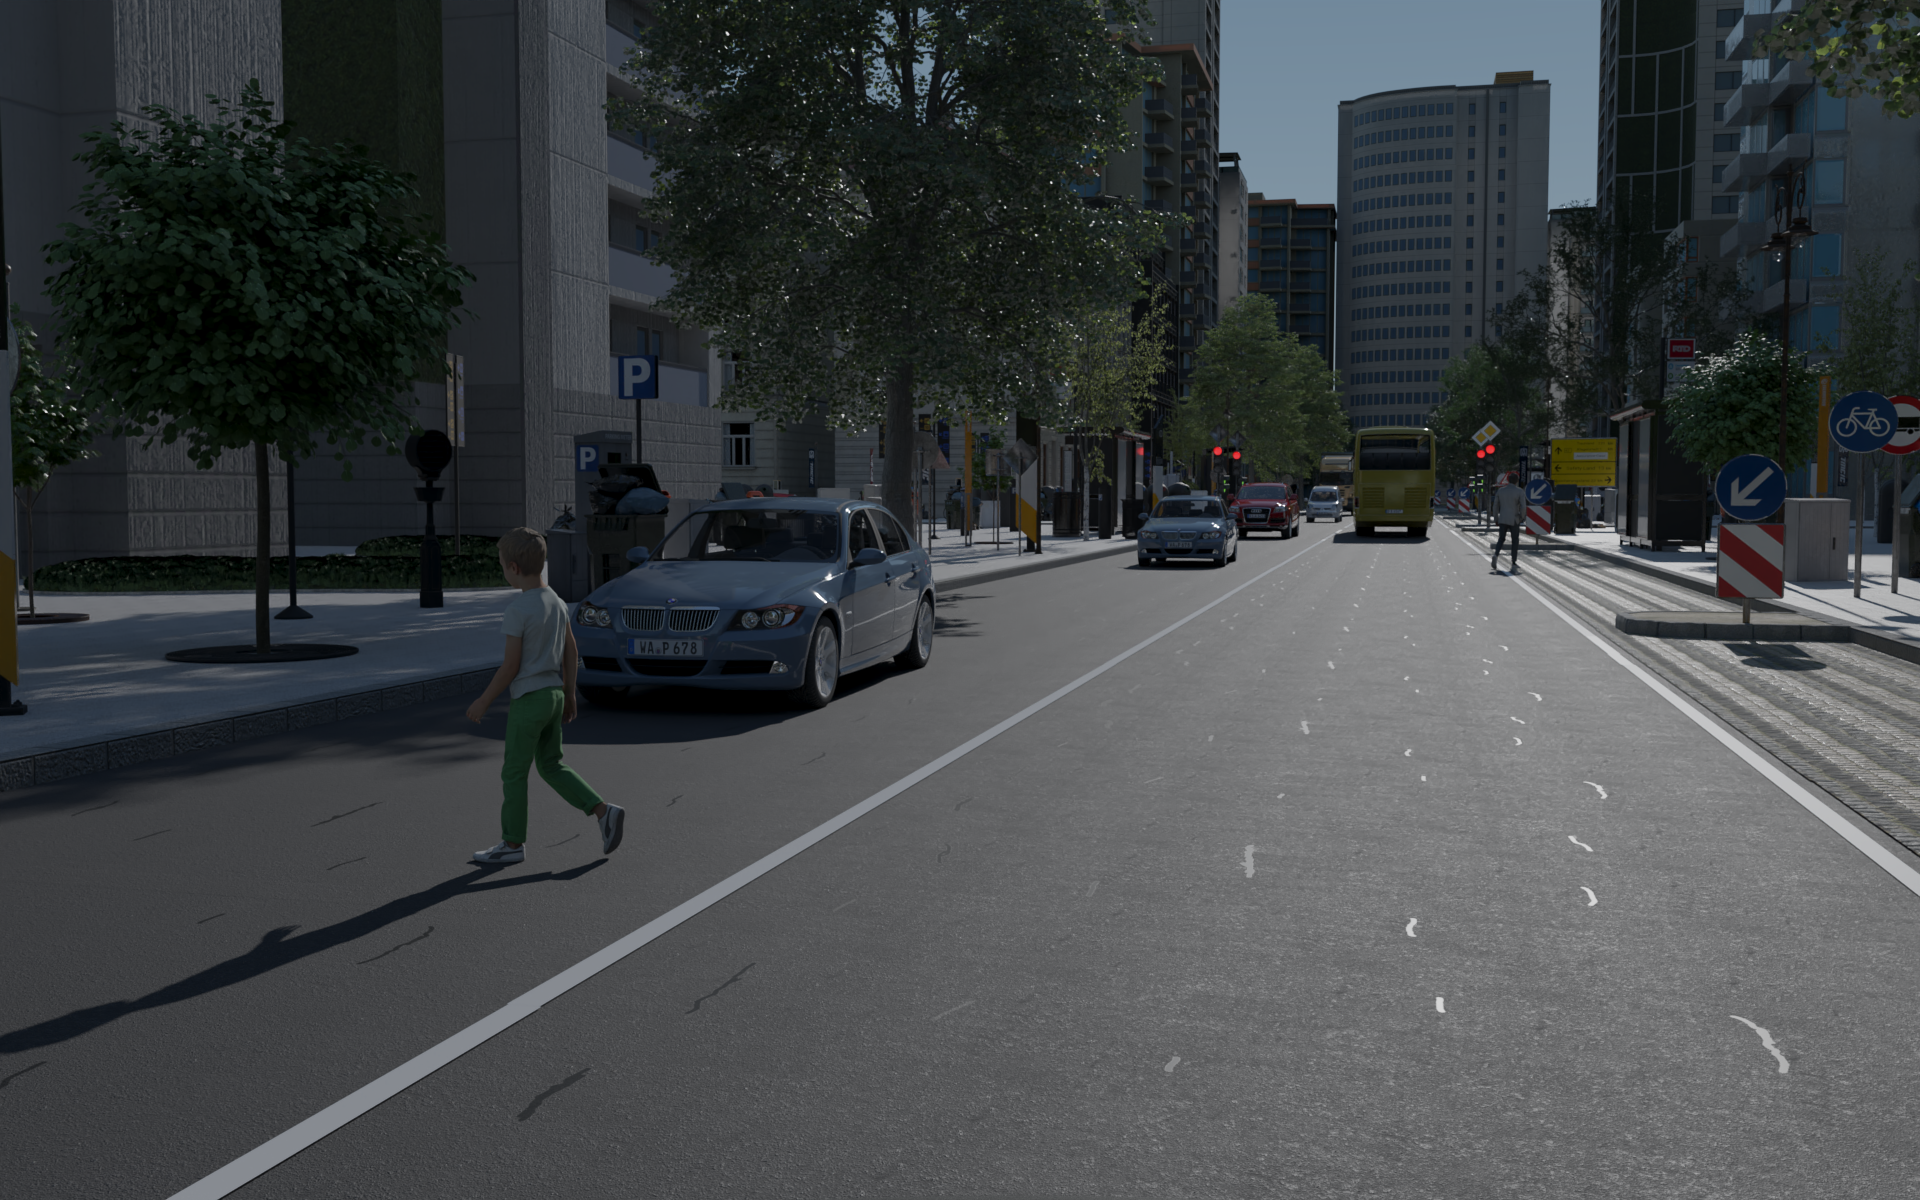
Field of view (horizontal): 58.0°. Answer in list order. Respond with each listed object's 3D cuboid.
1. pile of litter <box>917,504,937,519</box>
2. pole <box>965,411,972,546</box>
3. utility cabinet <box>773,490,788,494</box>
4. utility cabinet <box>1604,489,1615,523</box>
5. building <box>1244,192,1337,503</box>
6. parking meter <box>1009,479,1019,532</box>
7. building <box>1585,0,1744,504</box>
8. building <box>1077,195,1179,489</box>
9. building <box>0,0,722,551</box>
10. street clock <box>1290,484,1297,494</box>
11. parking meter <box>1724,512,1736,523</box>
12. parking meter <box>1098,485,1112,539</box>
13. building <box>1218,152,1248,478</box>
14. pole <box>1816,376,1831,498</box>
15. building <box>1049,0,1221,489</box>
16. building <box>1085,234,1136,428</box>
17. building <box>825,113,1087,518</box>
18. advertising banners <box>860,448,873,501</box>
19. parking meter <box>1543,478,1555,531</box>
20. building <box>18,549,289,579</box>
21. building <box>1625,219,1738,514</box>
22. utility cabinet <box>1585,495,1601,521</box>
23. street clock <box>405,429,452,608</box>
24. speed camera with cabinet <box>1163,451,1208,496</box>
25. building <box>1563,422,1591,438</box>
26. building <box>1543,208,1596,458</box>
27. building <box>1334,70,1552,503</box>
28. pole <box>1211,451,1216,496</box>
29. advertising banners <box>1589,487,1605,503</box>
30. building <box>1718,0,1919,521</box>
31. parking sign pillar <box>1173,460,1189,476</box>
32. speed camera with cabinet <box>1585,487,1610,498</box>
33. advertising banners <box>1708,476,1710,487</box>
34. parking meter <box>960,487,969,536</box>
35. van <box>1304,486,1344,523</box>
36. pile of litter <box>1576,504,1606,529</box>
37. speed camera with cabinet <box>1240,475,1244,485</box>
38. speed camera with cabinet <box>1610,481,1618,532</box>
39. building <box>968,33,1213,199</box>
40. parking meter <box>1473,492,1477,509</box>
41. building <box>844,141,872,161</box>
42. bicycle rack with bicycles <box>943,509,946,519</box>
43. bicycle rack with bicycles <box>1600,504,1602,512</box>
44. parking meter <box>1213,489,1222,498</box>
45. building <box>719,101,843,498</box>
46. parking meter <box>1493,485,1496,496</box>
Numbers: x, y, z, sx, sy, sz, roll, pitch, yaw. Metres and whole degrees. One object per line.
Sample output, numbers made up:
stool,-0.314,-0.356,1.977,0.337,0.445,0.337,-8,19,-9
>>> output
pile of litter,-1.948,-4.513,87.750,1.719,0.858,1.176,2,4,33
pole,0.201,-2.967,42.360,0.158,3.312,0.155,0,3,0
utility cabinet,-9.085,-4.789,86.976,0.318,1.500,1.173,2,4,30
utility cabinet,28.362,-4.086,75.481,0.318,1.500,1.173,2,4,30
building,40.489,-36.706,254.768,28.867,44.769,22.147,1,4,14
parking meter,1.897,-3.264,59.073,0.399,1.863,0.255,1,4,10
building,69.507,-44.315,162.809,20.563,71.187,20.611,1,4,14
building,10.212,-18.827,137.501,12.332,23.373,15.834,1,4,14
building,-22.316,-31.250,52.929,28.212,58.520,21.231,1,4,14
street clock,23.856,-7.295,123.840,0.471,2.002,0.358,-2,4,-28
parking meter,26.278,-3.097,59.047,0.372,1.533,0.369,0,3,0
parking meter,4.140,-2.507,49.400,0.372,1.533,0.369,0,3,0
building,27.444,-32.198,210.035,14.086,41.232,14.154,1,4,14
pole,14.964,-2.214,30.044,0.158,3.312,0.155,0,3,0
building,20.141,-46.083,191.716,20.563,71.187,20.611,1,4,14
building,6.056,-16.613,120.772,9.793,20.994,18.267,1,4,14
building,0.577,-16.187,100.821,11.583,22.565,21.152,1,4,14
advertising banners,-3.485,-4.212,65.059,0.090,3.025,2.074,1,4,11
parking meter,20.765,-3.385,61.061,0.399,1.863,0.255,2,4,26
building,-25.188,-29.072,17.332,21.231,58.520,28.212,1,4,14
building,62.638,-16.836,120.310,27.650,21.520,28.899,1,4,14
utility cabinet,30.113,-4.389,82.922,1.020,1.237,0.306,0,4,8
street clock,-5.972,-0.914,19.515,0.358,2.002,0.471,3,5,40
speed camera with cabinet,10.472,-5.280,80.662,2.038,3.252,0.660,0,4,-7
building,78.068,-53.460,186.743,22.319,86.520,31.000,1,4,14
building,88.064,-33.967,238.951,14.086,41.232,14.154,1,4,14
building,68.043,-43.114,246.915,28.212,58.520,21.231,1,4,14
pole,12.096,-5.426,82.550,0.158,3.312,0.155,0,3,0
advertising banners,37.940,-6.423,101.210,2.074,3.025,0.090,2,4,26
building,55.716,-28.698,88.828,30.456,49.044,23.786,1,4,14
parking sign pillar,15.175,-8.058,120.220,1.447,3.967,1.447,1,4,21
speed camera with cabinet,36.456,-6.483,100.338,2.038,3.252,0.660,0,4,-3
advertising banners,60.008,-8.649,137.606,2.074,3.025,0.090,0,4,-3
parking meter,0.194,-2.744,53.268,0.372,1.533,0.369,0,3,0
van,18.624,-4.980,88.438,2.013,2.044,4.112,1,4,15
pile of litter,23.566,-3.120,64.976,1.176,0.858,1.719,0,4,6
speed camera with cabinet,18.724,-7.327,114.125,2.038,3.252,0.660,-3,5,-43
speed camera with cabinet,22.396,-3.847,57.234,0.660,3.252,2.038,0,4,-6
building,12.615,-31.458,168.955,22.147,44.769,28.867,1,4,14
parking meter,43.049,-8.348,144.900,0.372,1.533,0.369,0,3,0
building,-8.281,-34.225,214.209,28.867,44.769,22.147,1,4,14
bicycle rack with bicycles,0.805,-4.485,86.712,2.852,0.926,2.925,-2,4,-27
bicycle rack with bicycles,33.442,-4.682,89.939,2.925,0.926,2.852,1,4,16
parking meter,11.675,-4.290,78.545,0.372,1.533,0.369,0,3,0
building,-21.948,-16.572,104.240,30.059,22.955,16.112,1,4,14
parking meter,34.120,-6.433,110.893,0.255,1.863,0.399,2,4,28
